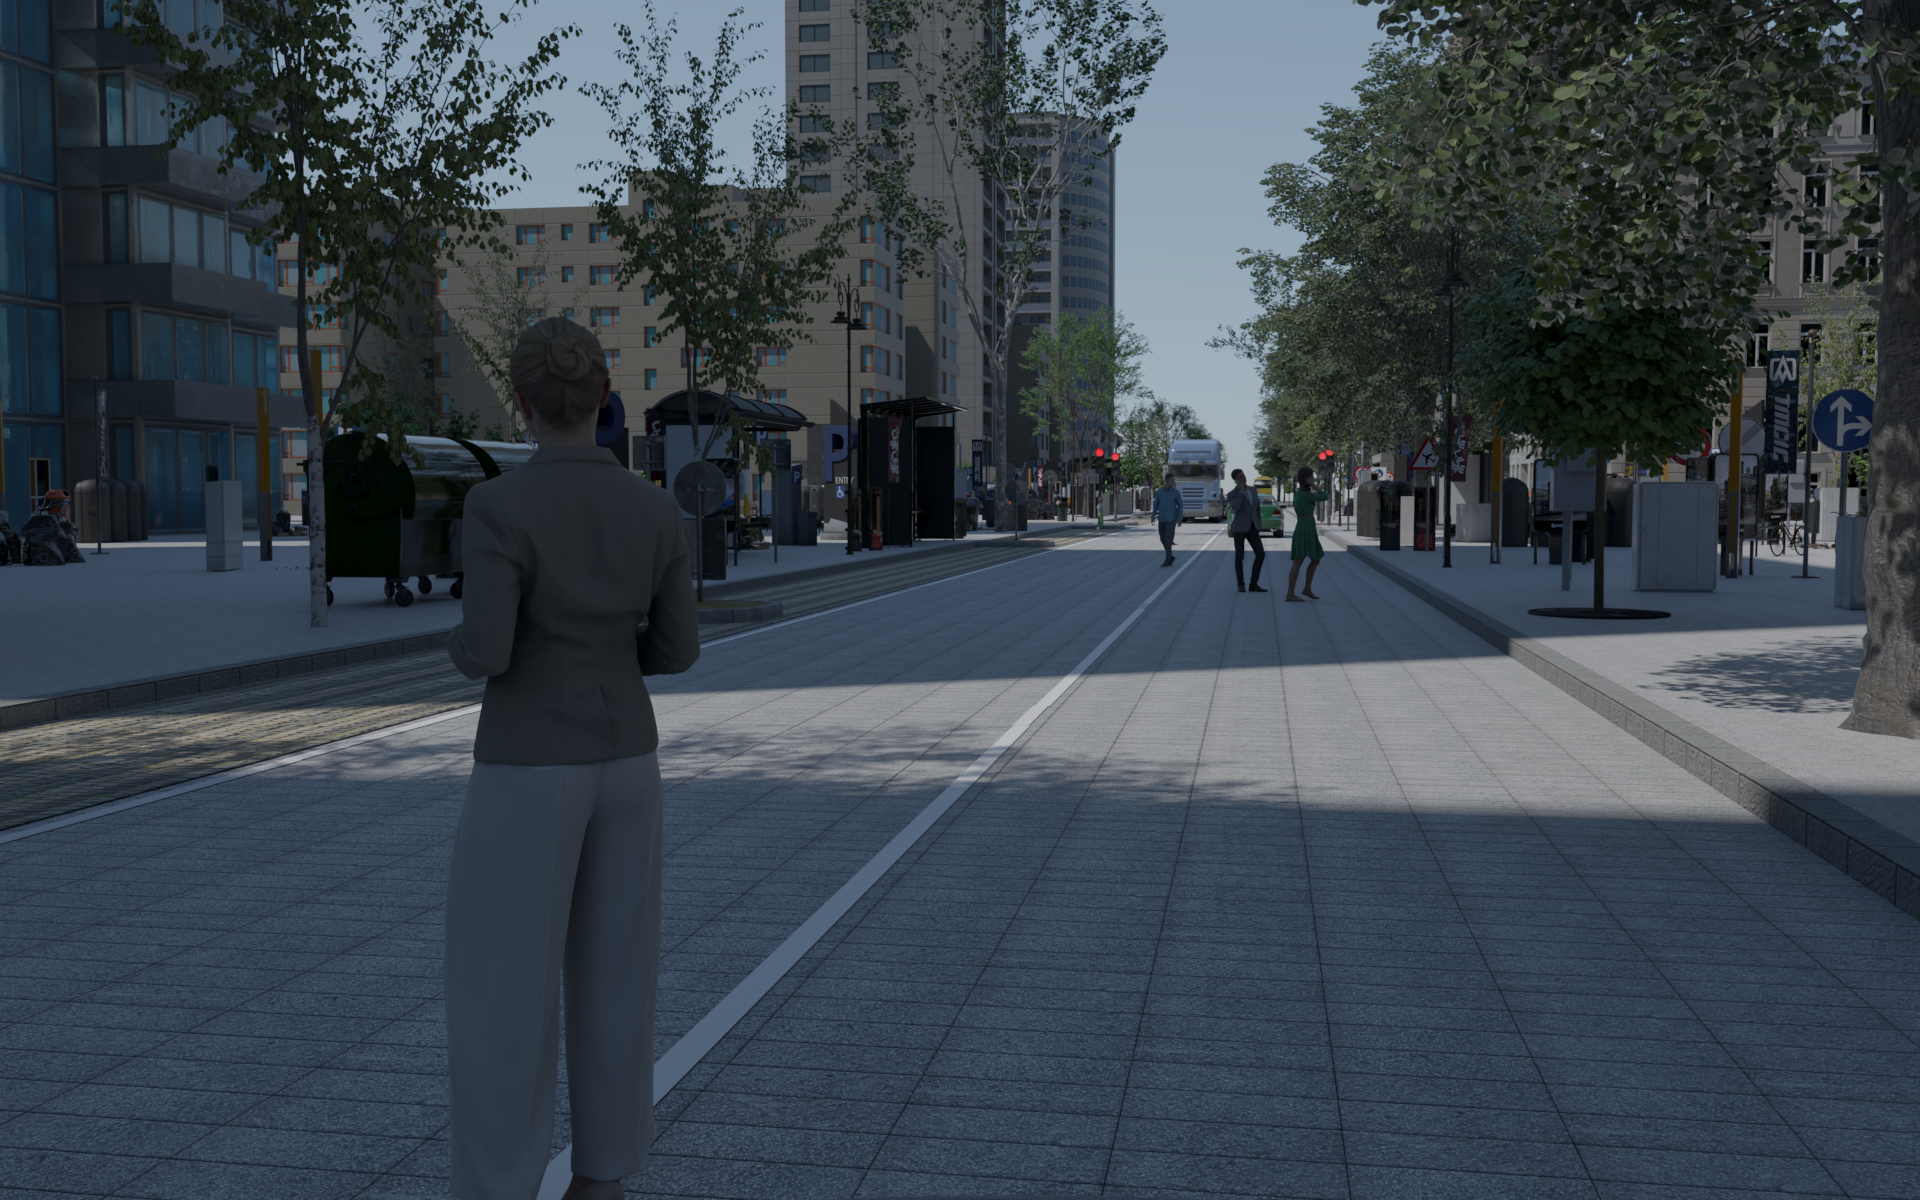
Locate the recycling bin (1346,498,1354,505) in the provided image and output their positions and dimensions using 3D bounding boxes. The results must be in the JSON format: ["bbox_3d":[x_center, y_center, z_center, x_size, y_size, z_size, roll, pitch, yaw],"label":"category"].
[{"bbox_3d":[24.793,-5.920,109.341,0.722,1.027,0.722,0,4,0],"label":"recycling bin"}]

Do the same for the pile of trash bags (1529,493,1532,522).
[{"bbox_3d":[21.933,-3.272,63.247,1.912,1.369,3.447,-2,4,-34],"label":"pile of trash bags"}]

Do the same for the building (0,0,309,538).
[{"bbox_3d":[-38.460,-26.540,53.532,30.456,49.044,23.786,1,4,10],"label":"building"}]

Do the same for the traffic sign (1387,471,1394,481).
[{"bbox_3d":[23.981,-5.932,97.086,0.768,2.556,0.104,1,4,18],"label":"traffic sign"}]

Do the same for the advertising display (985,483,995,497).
[{"bbox_3d":[1.982,-6.078,104.595,0.974,1.923,0.123,0,4,-6],"label":"advertising display"}]

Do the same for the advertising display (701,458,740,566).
[{"bbox_3d":[-4.346,-1.586,31.137,0.974,1.923,0.123,3,4,36],"label":"advertising display"}]

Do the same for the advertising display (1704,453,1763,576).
[{"bbox_3d":[12.149,-1.347,27.231,0.974,1.923,0.123,-2,4,-23],"label":"advertising display"}]

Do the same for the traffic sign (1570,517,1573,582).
[{"bbox_3d":[8.914,-1.541,25.298,0.768,2.556,0.104,1,4,14],"label":"traffic sign"}]

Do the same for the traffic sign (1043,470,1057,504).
[{"bbox_3d":[4.684,-5.542,90.713,0.768,2.556,0.104,1,4,15],"label":"traffic sign"}]

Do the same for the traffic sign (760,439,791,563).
[{"bbox_3d":[-3.435,-1.843,32.258,0.606,2.300,0.079,1,4,14],"label":"traffic sign"}]

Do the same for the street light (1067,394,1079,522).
[{"bbox_3d":[5.237,-6.559,80.030,0.468,5.910,1.993,1,4,10],"label":"street light"}]

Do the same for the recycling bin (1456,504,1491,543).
[{"bbox_3d":[13.668,-2.046,46.008,0.722,1.027,0.722,-1,4,-17],"label":"recycling bin"}]

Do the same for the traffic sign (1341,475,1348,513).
[{"bbox_3d":[25.249,-6.958,113.866,0.768,2.556,0.104,1,4,18],"label":"traffic sign"}]

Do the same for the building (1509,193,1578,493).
[{"bbox_3d":[43.310,-16.087,117.771,10.420,20.320,16.860,1,4,10],"label":"building"}]

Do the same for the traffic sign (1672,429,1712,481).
[{"bbox_3d":[13.197,-1.915,31.424,0.768,2.556,0.104,1,4,11],"label":"traffic sign"}]

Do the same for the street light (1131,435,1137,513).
[{"bbox_3d":[11.834,-8.923,118.684,0.468,5.910,1.993,1,4,10],"label":"street light"}]

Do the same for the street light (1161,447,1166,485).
[{"bbox_3d":[18.186,-11.156,155.186,0.468,5.910,1.993,1,4,10],"label":"street light"}]

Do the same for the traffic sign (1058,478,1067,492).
[{"bbox_3d":[6.405,-6.545,109.145,0.606,2.300,0.079,1,4,12],"label":"traffic sign"}]

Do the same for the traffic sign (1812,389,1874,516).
[{"bbox_3d":[10.748,-1.283,21.078,0.768,2.556,0.104,1,4,14],"label":"traffic sign"}]

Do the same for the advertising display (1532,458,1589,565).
[{"bbox_3d":[10.885,-1.601,31.396,0.974,1.923,0.123,0,4,8],"label":"advertising display"}]

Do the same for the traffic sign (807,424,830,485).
[{"bbox_3d":[-3.327,-3.433,50.000,2.265,3.308,0.079,1,4,13],"label":"traffic sign"}]

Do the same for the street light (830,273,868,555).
[{"bbox_3d":[-2.330,-3.894,36.447,0.468,5.910,1.993,1,4,10],"label":"street light"}]

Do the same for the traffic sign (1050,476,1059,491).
[{"bbox_3d":[5.794,-6.623,108.390,0.768,2.556,0.104,1,4,19],"label":"traffic sign"}]

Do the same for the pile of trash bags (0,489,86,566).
[{"bbox_3d":[-17.238,-1.371,32.168,1.912,1.369,3.447,-1,4,-11],"label":"pile of trash bags"}]

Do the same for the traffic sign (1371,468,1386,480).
[{"bbox_3d":[15.982,-3.918,66.187,0.606,2.300,0.079,1,4,16],"label":"traffic sign"}]

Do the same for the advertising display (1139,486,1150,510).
[{"bbox_3d":[14.481,-8.001,136.028,0.974,1.923,0.123,2,4,34],"label":"advertising display"}]

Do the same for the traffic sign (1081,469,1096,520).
[{"bbox_3d":[6.368,-5.270,86.264,0.768,2.556,0.104,1,4,10],"label":"traffic sign"}]

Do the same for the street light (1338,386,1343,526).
[{"bbox_3d":[15.116,-5.869,68.753,0.468,5.910,1.993,1,4,10],"label":"street light"}]

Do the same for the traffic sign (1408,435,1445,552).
[{"bbox_3d":[10.372,-2.348,38.399,0.884,2.594,0.081,1,4,12],"label":"traffic sign"}]

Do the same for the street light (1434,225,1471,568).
[{"bbox_3d":[8.507,-3.503,30.064,0.468,5.910,1.993,1,4,10],"label":"street light"}]

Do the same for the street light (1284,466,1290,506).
[{"bbox_3d":[35.774,-13.165,188.040,0.468,5.910,1.993,1,4,10],"label":"street light"}]

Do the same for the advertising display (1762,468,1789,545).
[{"bbox_3d":[20.556,-2.356,43.735,0.974,1.923,0.123,-2,4,-31],"label":"advertising display"}]

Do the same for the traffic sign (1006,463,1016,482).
[{"bbox_3d":[1.887,-4.314,70.638,0.768,2.556,0.104,1,4,14],"label":"traffic sign"}]

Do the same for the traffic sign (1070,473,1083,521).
[{"bbox_3d":[5.606,-4.977,83.501,0.606,2.300,0.079,1,4,19],"label":"traffic sign"}]

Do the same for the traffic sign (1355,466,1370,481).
[{"bbox_3d":[17.877,-4.702,76.986,0.768,2.556,0.104,1,4,19],"label":"traffic sign"}]

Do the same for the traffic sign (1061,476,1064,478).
[{"bbox_3d":[6.794,-7.196,117.764,0.768,2.556,0.104,1,4,11],"label":"traffic sign"}]

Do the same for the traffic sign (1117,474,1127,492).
[{"bbox_3d":[10.212,-6.714,109.877,0.768,2.556,0.104,1,4,18],"label":"traffic sign"}]

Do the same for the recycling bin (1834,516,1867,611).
[{"bbox_3d":[10.238,-0.414,19.319,0.722,1.027,0.722,1,4,13],"label":"recycling bin"}]

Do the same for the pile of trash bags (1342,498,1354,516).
[{"bbox_3d":[23.920,-5.579,100.961,3.447,1.369,1.912,-3,5,-44],"label":"pile of trash bags"}]

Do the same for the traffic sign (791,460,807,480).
[{"bbox_3d":[-4.769,-3.015,51.424,0.606,2.300,0.079,1,4,15],"label":"traffic sign"}]

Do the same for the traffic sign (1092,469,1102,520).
[{"bbox_3d":[6.779,-5.327,87.200,0.768,2.556,0.104,1,4,12],"label":"traffic sign"}]

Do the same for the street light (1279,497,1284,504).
[{"bbox_3d":[42.419,-15.529,226.685,0.468,5.910,1.993,1,4,10],"label":"street light"}]

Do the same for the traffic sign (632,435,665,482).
[{"bbox_3d":[-5.446,-1.723,30.302,0.606,2.300,0.079,1,4,14],"label":"traffic sign"}]

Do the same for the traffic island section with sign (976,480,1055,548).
[{"bbox_3d":[1.537,-2.352,47.084,1.989,1.847,2.006,1,4,10],"label":"traffic island section with sign"}]

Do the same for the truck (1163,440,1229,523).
[{"bbox_3d":[12.729,-6.215,91.372,2.967,4.110,18.799,1,4,10],"label":"truck"}]

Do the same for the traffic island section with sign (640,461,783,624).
[{"bbox_3d":[-3.127,-0.692,19.947,1.989,1.847,2.006,1,4,10],"label":"traffic island section with sign"}]

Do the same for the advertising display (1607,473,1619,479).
[{"bbox_3d":[20.120,-3.000,54.266,0.123,1.923,0.974,-3,5,-45],"label":"advertising display"}]

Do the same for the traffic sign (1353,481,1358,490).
[{"bbox_3d":[33.350,-8.958,146.561,0.768,2.556,0.104,1,4,18],"label":"traffic sign"}]

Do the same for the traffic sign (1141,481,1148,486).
[{"bbox_3d":[15.630,-8.997,147.202,0.768,2.556,0.104,1,4,19],"label":"traffic sign"}]

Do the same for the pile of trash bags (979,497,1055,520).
[{"bbox_3d":[2.972,-4.632,85.478,3.447,1.369,1.912,-3,5,-42],"label":"pile of trash bags"}]

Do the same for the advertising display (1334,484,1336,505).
[{"bbox_3d":[25.296,-6.834,116.953,0.123,1.923,0.974,1,4,9],"label":"advertising display"}]

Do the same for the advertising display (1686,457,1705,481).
[{"bbox_3d":[12.907,-1.532,30.260,0.123,1.923,0.974,0,4,2],"label":"advertising display"}]

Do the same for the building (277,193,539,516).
[{"bbox_3d":[-47.998,-16.633,116.992,28.899,21.520,27.650,1,4,10],"label":"building"}]

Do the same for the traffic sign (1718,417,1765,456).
[{"bbox_3d":[13.023,-1.760,28.885,0.768,2.556,0.104,1,4,16],"label":"traffic sign"}]

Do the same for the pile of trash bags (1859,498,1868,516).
[{"bbox_3d":[40.822,-4.229,78.904,3.447,1.369,1.912,-2,4,-34],"label":"pile of trash bags"}]

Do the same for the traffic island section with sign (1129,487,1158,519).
[{"bbox_3d":[10.943,-5.684,101.560,1.989,1.847,2.006,1,4,10],"label":"traffic island section with sign"}]

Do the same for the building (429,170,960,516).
[{"bbox_3d":[-16.095,-16.684,117.820,27.650,21.520,28.899,1,4,10],"label":"building"}]

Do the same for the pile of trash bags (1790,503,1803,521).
[{"bbox_3d":[40.686,-4.523,83.710,3.447,1.369,1.912,0,4,2],"label":"pile of trash bags"}]
